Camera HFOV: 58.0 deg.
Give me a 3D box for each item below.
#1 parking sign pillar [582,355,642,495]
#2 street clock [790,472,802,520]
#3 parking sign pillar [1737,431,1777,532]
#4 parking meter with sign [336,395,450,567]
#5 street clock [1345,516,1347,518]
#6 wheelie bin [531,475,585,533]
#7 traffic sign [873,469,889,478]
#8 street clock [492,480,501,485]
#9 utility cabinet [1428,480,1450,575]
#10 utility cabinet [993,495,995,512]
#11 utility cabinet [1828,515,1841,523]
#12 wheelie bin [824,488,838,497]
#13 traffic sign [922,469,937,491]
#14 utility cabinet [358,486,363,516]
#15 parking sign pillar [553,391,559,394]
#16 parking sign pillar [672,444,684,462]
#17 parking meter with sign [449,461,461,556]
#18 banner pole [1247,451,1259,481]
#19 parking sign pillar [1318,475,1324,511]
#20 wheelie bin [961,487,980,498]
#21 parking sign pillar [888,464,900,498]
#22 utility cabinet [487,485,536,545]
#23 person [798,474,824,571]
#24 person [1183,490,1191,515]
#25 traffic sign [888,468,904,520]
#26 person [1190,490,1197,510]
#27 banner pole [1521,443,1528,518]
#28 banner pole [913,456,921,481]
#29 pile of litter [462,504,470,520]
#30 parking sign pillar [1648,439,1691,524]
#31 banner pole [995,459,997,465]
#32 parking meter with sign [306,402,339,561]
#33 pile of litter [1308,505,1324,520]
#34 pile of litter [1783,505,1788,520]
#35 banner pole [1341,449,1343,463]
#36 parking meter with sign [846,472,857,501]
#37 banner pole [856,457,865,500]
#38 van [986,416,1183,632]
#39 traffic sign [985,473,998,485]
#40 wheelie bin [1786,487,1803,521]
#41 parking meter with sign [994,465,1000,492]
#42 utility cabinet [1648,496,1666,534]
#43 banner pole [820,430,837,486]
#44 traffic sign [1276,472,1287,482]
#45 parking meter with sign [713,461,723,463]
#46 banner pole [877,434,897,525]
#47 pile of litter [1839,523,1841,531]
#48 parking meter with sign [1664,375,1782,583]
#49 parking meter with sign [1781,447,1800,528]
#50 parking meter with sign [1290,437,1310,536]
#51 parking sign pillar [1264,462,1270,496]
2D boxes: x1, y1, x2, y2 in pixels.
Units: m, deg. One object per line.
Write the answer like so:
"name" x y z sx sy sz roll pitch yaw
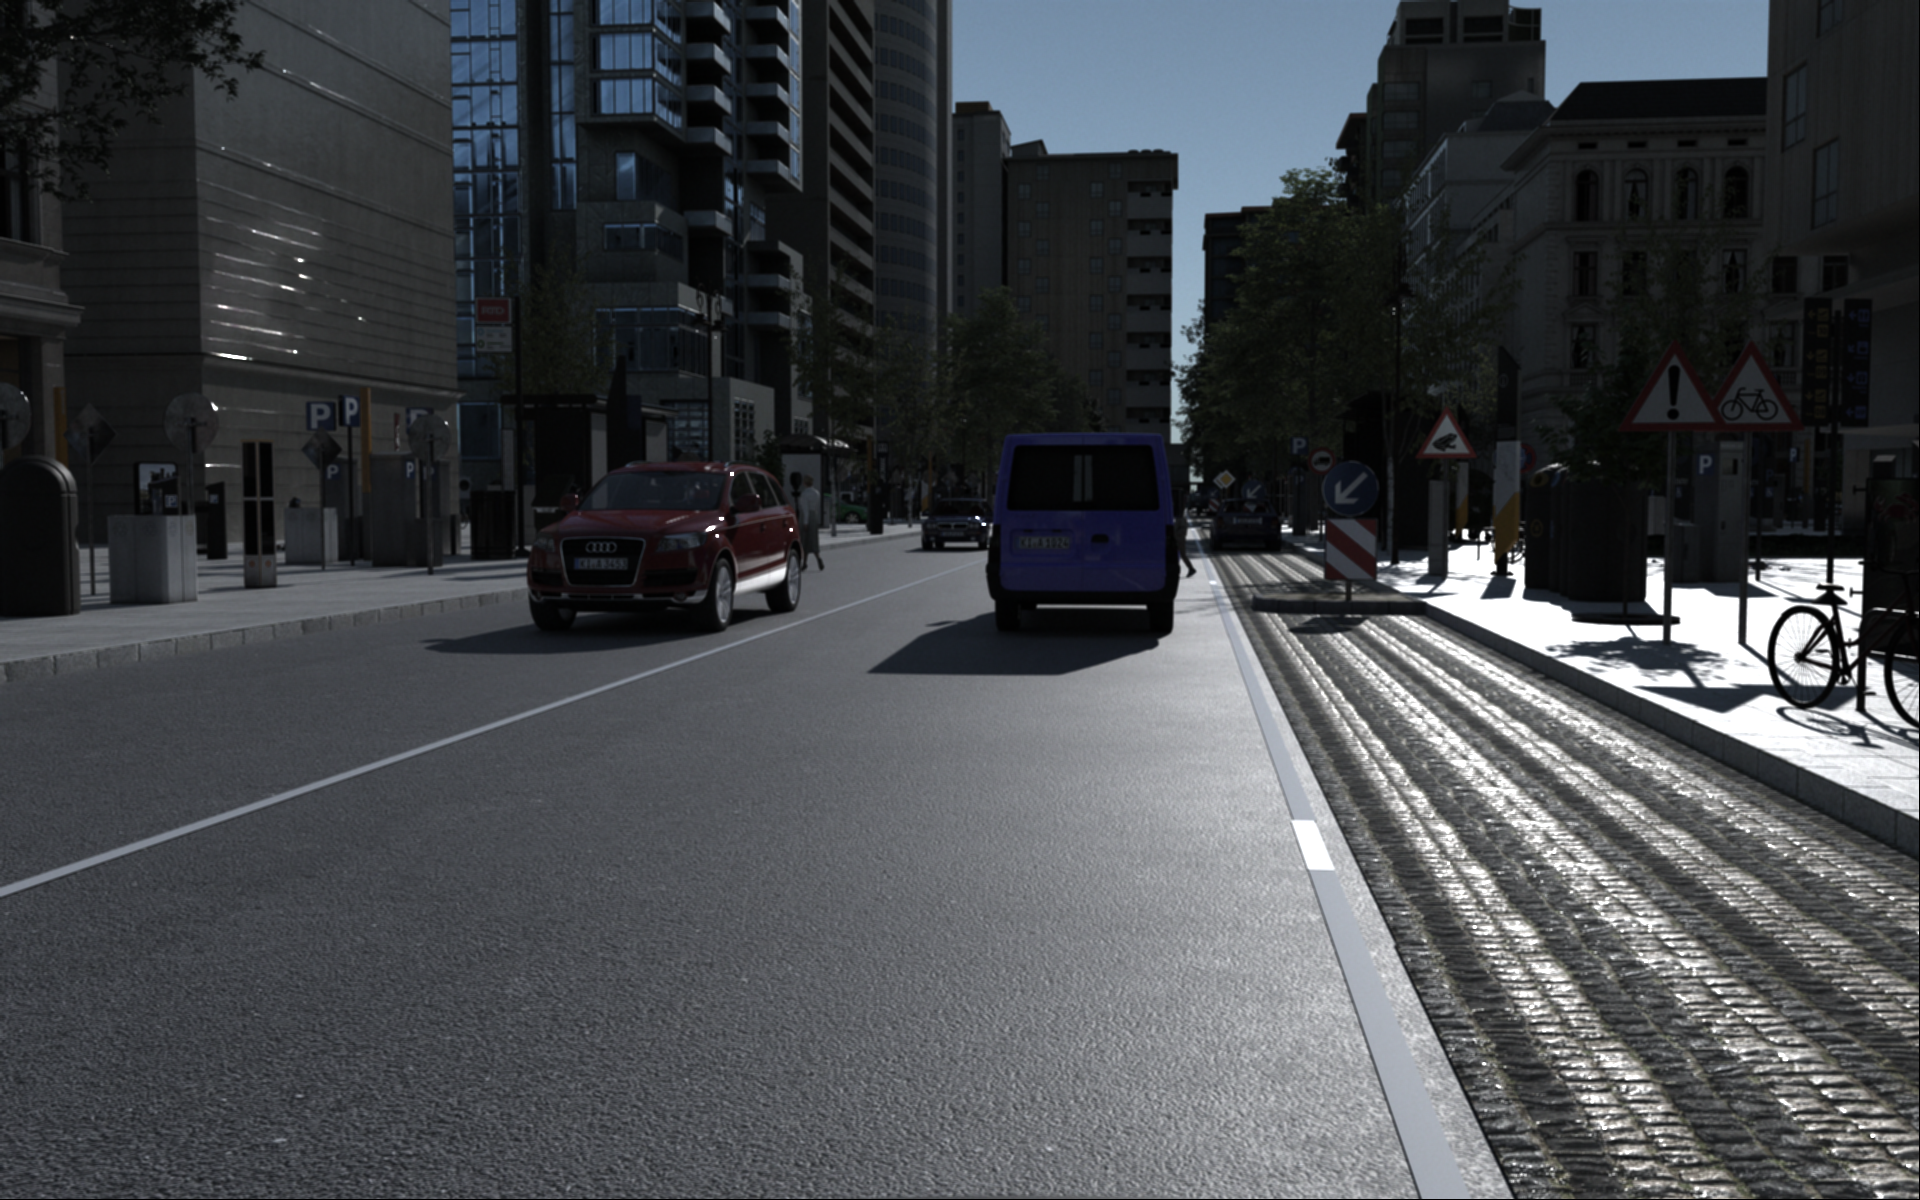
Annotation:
"parking sign pillar" -6.684 -2.809 34.395 1.447 3.967 1.447 -1 4 -22
"street clock" -5.438 -3.235 57.459 0.358 2.002 0.471 1 4 19
"parking sign pillar" 27.192 -4.329 59.244 1.447 3.967 1.447 -1 4 -21
"parking meter with sign" -10.020 -2.101 30.610 1.738 3.016 0.543 1 4 12
"street clock" 9.142 -2.212 40.744 0.358 2.002 0.471 1 4 15
"wheelie bin" -6.606 -1.261 28.518 0.980 1.594 0.693 2 4 31
"traffic sign" -3.742 -5.013 82.073 0.768 2.556 0.104 1 4 13
"street clock" -23.719 -5.148 88.733 0.471 2.002 0.358 -2 4 -34
"utility cabinet" 7.652 -1.161 27.656 0.318 1.500 1.173 1 4 14
"utility cabinet" 2.406 -5.464 100.499 1.020 1.237 0.306 0 4 -1
"utility cabinet" 39.096 -4.015 76.815 1.020 1.237 0.306 1 4 16
"wheelie bin" -6.325 -4.667 84.220 0.980 1.594 0.693 2 4 29
"traffic sign" -1.585 -5.416 88.657 0.768 2.556 0.104 1 4 12
"utility cabinet" -15.865 -2.301 46.299 1.173 1.500 0.318 -3 4 -36
"parking sign pillar" -10.551 -3.439 44.702 1.447 3.967 1.447 -1 4 -11
"parking sign pillar" -14.928 -6.450 93.937 1.447 3.967 1.447 -1 4 -16
"parking meter with sign" -10.828 -2.418 35.800 0.543 3.016 1.738 0 4 4
"banner pole" 16.951 -6.766 100.648 0.863 3.779 0.401 0 4 5
"parking sign pillar" 27.282 -8.783 132.078 1.447 3.967 1.447 0 4 2
"wheelie bin" 0.529 -4.584 82.862 0.980 1.594 0.693 -3 5 -43
"parking sign pillar" -6.055 -10.229 155.708 1.447 3.967 1.447 1 4 18
"utility cabinet" -11.172 -2.112 43.206 1.173 1.500 0.318 -1 4 -12
"person" -2.773 -1.443 32.314 0.478 1.798 0.641 -3 4 -39
"person" 15.360 -6.599 117.224 0.563 1.720 0.643 -1 4 -23
"traffic sign" -3.156 -5.246 85.773 0.884 2.594 0.081 1 4 13
"person" 20.441 -8.772 151.946 0.660 1.820 0.620 0 3 0
"banner pole" 27.646 -5.811 85.034 0.401 3.779 0.863 -1 4 -20
"banner pole" -2.855 -7.582 113.980 0.863 3.779 0.401 -2 4 -27
"pile of litter" -24.164 -4.327 84.712 1.176 0.858 1.719 -1 4 -20
"parking sign pillar" 24.737 -4.453 61.281 1.447 3.967 1.447 -1 4 -18
"banner pole" 2.432 -7.293 109.262 0.863 3.779 0.401 -2 4 -29
"parking meter with sign" -11.991 -2.284 33.606 0.543 3.016 1.738 0 4 5
"pile of litter" 17.751 -4.453 86.764 1.719 0.858 1.176 0 4 3
"pile of litter" 40.847 -4.438 86.519 1.719 0.858 1.176 3 5 45
"banner pole" 18.910 -5.811 85.028 0.401 3.779 0.863 3 5 45
"parking meter with sign" -8.283 -8.373 133.161 0.543 3.016 1.738 -2 4 -28
"banner pole" -6.630 -7.647 115.047 0.863 3.779 0.401 -3 4 -37
"van" 1.465 -0.939 19.732 2.240 2.365 5.245 0 4 6
"traffic sign" 1.820 -6.195 101.388 0.768 2.556 0.104 0 4 8
"wheelie bin" 39.381 -4.505 81.570 0.693 1.594 0.980 -1 4 -21
"parking meter with sign" 2.311 -6.610 104.331 0.543 3.016 1.738 0 4 3
"utility cabinet" 20.666 -2.477 51.668 0.306 1.237 1.020 3 5 40
"banner pole" -5.164 -4.747 67.631 0.863 3.779 0.401 -2 4 -26
"traffic sign" 18.814 -6.222 101.830 0.768 2.556 0.104 1 4 12
"parking meter with sign" -12.912 -5.692 89.318 0.543 3.016 1.738 2 4 25
"banner pole" -3.036 -4.990 71.598 0.863 3.779 0.401 0 4 -8
"pile of litter" 30.958 -2.783 59.462 1.719 0.858 1.176 -1 4 -15
"parking meter with sign" 11.074 -1.772 25.240 1.738 3.016 0.543 -2 4 -25
"parking meter with sign" 30.434 -4.198 64.903 1.738 3.016 0.543 0 4 -3
"parking meter with sign" 10.576 -3.510 53.644 0.543 3.016 1.738 1 4 17
"parking sign pillar" 20.272 -7.717 114.643 1.447 3.967 1.447 1 4 12
